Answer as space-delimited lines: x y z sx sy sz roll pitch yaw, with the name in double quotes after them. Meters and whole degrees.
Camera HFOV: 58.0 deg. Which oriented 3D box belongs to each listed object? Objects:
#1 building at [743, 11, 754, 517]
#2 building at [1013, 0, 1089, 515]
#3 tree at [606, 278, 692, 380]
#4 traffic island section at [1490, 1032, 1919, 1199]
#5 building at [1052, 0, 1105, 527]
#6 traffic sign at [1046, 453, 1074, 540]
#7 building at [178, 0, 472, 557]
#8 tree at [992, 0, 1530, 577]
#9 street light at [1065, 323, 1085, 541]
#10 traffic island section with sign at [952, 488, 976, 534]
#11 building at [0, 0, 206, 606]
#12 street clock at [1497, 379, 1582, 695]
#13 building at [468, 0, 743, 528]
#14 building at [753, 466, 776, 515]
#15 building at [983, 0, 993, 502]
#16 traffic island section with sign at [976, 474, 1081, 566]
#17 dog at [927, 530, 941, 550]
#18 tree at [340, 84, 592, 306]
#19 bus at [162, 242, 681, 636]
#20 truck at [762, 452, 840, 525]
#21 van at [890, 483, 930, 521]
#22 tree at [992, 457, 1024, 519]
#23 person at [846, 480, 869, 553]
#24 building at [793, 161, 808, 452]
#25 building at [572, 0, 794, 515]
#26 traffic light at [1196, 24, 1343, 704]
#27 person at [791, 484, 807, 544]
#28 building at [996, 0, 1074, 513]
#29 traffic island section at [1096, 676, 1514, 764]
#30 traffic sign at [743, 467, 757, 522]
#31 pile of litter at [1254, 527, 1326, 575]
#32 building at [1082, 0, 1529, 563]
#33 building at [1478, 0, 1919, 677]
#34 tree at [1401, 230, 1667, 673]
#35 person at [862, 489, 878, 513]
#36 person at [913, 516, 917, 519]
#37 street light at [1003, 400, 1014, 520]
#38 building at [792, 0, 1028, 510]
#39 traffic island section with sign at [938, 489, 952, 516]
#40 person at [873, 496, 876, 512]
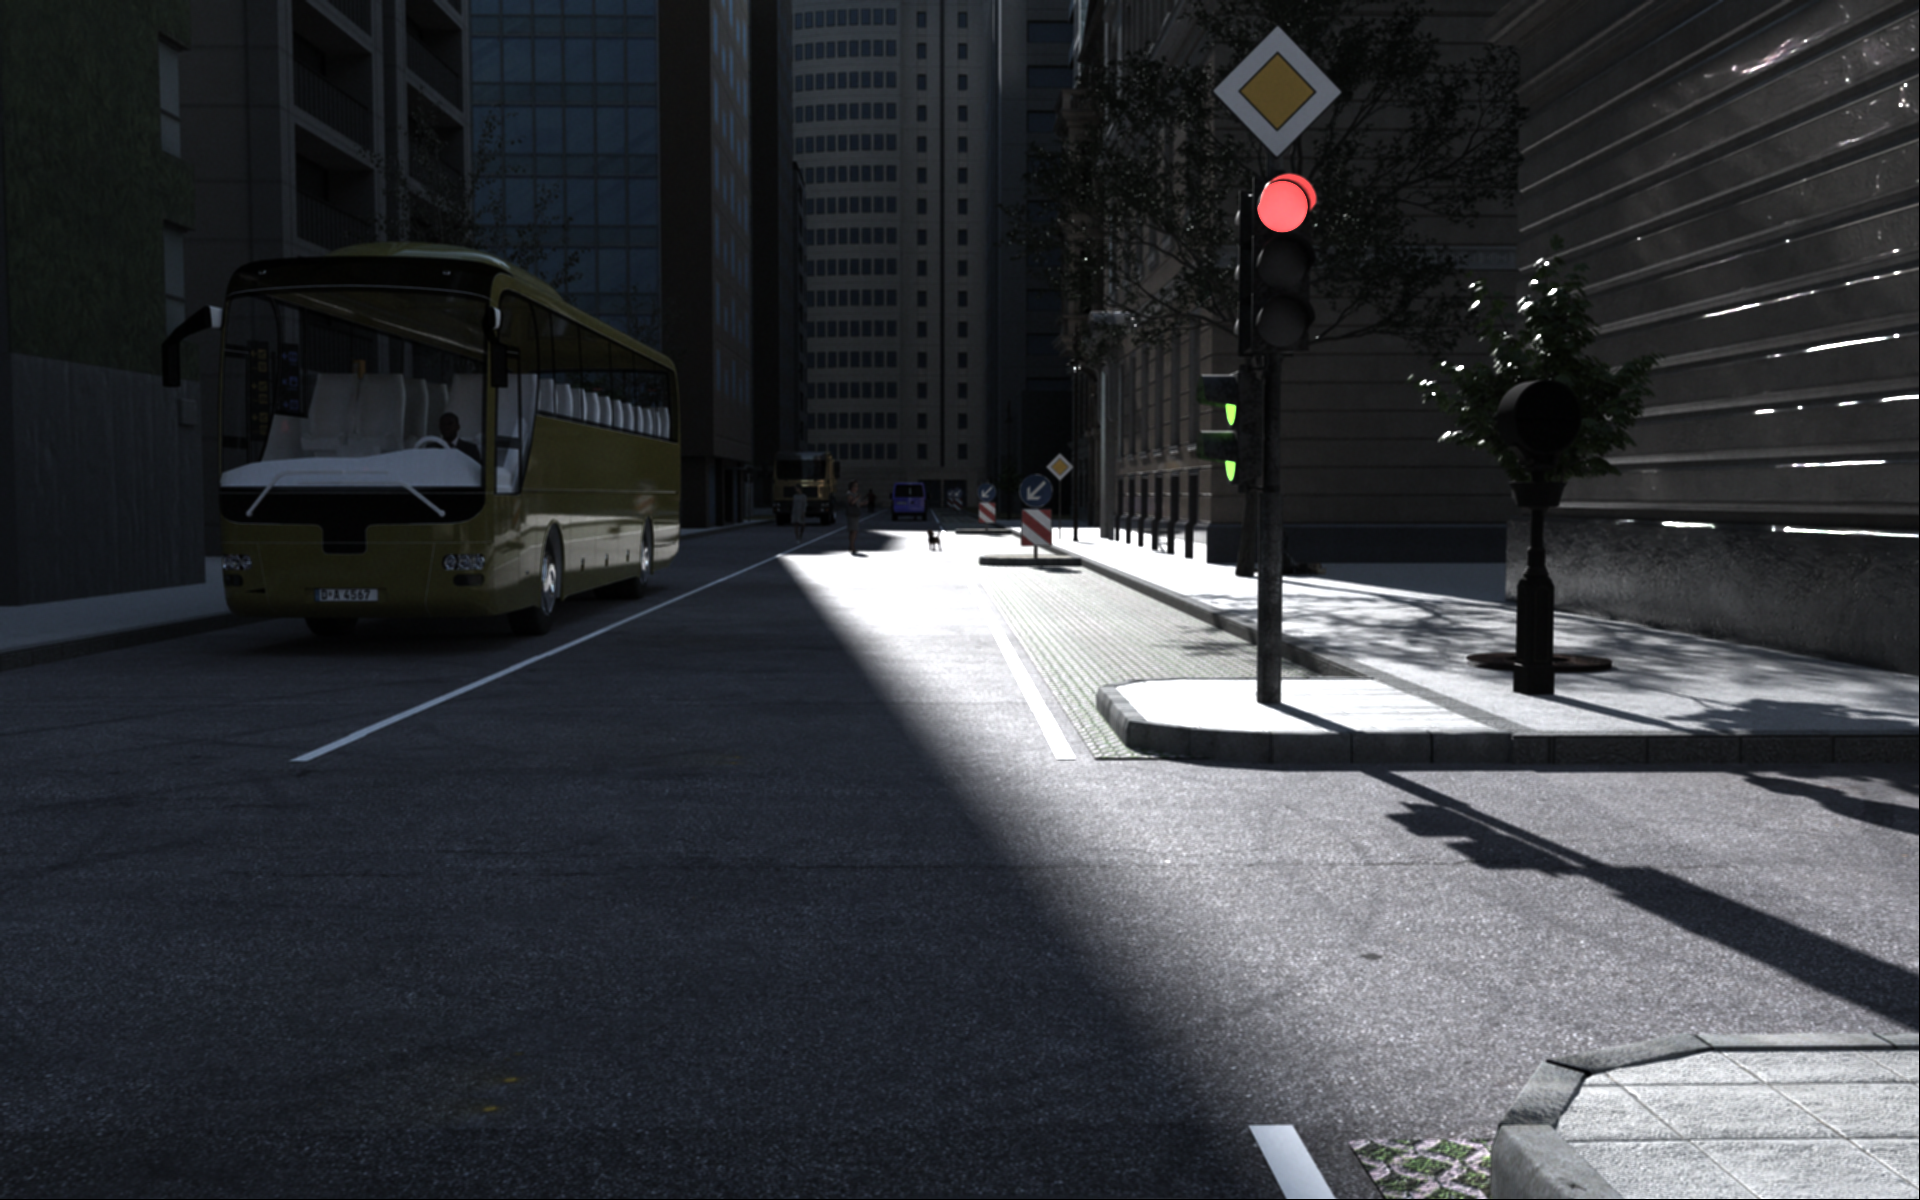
-18.803 -19.602 92.201 14.160 30.474 14.107 0 4 -1 "building"
15.107 -48.208 100.865 22.319 86.520 31.000 0 4 -1 "building"
-11.084 -6.628 58.733 4.360 8.622 3.978 0 3 0 "tree"
2.093 1.199 2.675 2.009 0.180 2.903 0 4 -1 "traffic island section"
11.010 -15.260 68.578 14.460 24.649 34.723 0 4 -1 "building"
2.790 -2.888 48.396 0.795 2.450 0.064 0 4 4 "traffic sign"
-21.952 -37.018 43.491 20.563 71.187 20.611 0 4 -1 "building"
4.564 -5.626 26.402 8.767 10.594 7.601 -2 4 -23 "tree"
3.144 -4.535 46.930 0.468 5.910 1.993 0 4 -1 "street light"
0.830 -3.277 62.200 1.989 1.847 2.006 0 4 -1 "traffic island section with sign"
-17.736 -20.374 16.708 14.154 41.232 14.086 0 4 -1 "building"
3.695 -0.399 11.096 0.471 2.002 0.358 -1 4 -10 "street clock"
-16.160 -25.667 69.768 14.600 45.320 14.200 0 4 -1 "building"
-27.208 -25.618 110.743 32.217 40.220 23.993 0 4 -1 "building"
9.448 -30.782 153.398 14.600 45.320 14.200 0 4 -1 "building"
1.393 -1.628 35.251 1.989 1.847 2.006 0 4 -1 "traffic island section with sign"
-0.669 -1.526 44.242 0.540 0.507 0.406 2 4 26 "dog"
-9.166 -5.005 32.188 4.360 8.622 3.978 0 3 0 "tree"
-5.451 -1.788 20.779 2.896 3.916 12.252 0 4 -1 "bus"
-7.232 -5.213 81.162 3.469 3.379 9.791 0 4 -2 "truck"
-2.735 -5.481 93.994 2.240 2.365 5.245 0 4 -1 "van"
2.445 -5.739 88.431 1.663 3.219 1.824 0 3 0 "tree"
-2.563 -2.057 42.495 0.532 1.782 0.716 1 4 16 "person"
-20.654 -23.316 152.914 14.107 30.474 14.160 0 4 -1 "building"
-19.953 -29.341 129.835 14.600 45.320 14.200 0 4 -1 "building"
1.882 -1.322 10.543 0.839 4.253 0.868 0 4 -1 "traffic light"
-4.674 -2.501 50.134 0.466 1.731 0.760 -1 4 -10 "person"
12.974 -36.050 131.412 21.231 58.520 28.212 0 4 -1 "building"
1.922 0.711 10.658 2.009 0.180 2.903 0 4 -1 "traffic island section"
-9.850 -4.939 80.855 0.768 2.556 0.104 1 4 8 "traffic sign"
5.326 -0.871 28.203 1.176 0.858 1.719 0 4 -2 "pile of litter"
10.579 -15.606 41.070 13.634 28.700 20.117 0 4 -1 "building"
15.890 -11.415 15.521 19.941 23.489 11.050 0 4 -1 "building"
4.400 -1.109 12.742 1.663 3.219 1.824 0 3 0 "tree"
-6.831 -7.554 131.950 1.348 1.831 0.705 -2 4 -28 "person"
-2.632 -5.252 97.608 0.697 1.427 0.421 1 4 20 "person"
2.395 -6.864 85.018 0.468 5.910 1.993 0 4 -1 "street light"
-7.950 -38.991 179.501 28.212 58.520 21.231 0 4 -1 "building"
-0.275 -6.391 113.119 1.989 1.847 2.006 0 4 -1 "traffic island section with sign"
-7.089 -7.905 141.009 0.557 1.426 1.065 2 4 34 "person"
